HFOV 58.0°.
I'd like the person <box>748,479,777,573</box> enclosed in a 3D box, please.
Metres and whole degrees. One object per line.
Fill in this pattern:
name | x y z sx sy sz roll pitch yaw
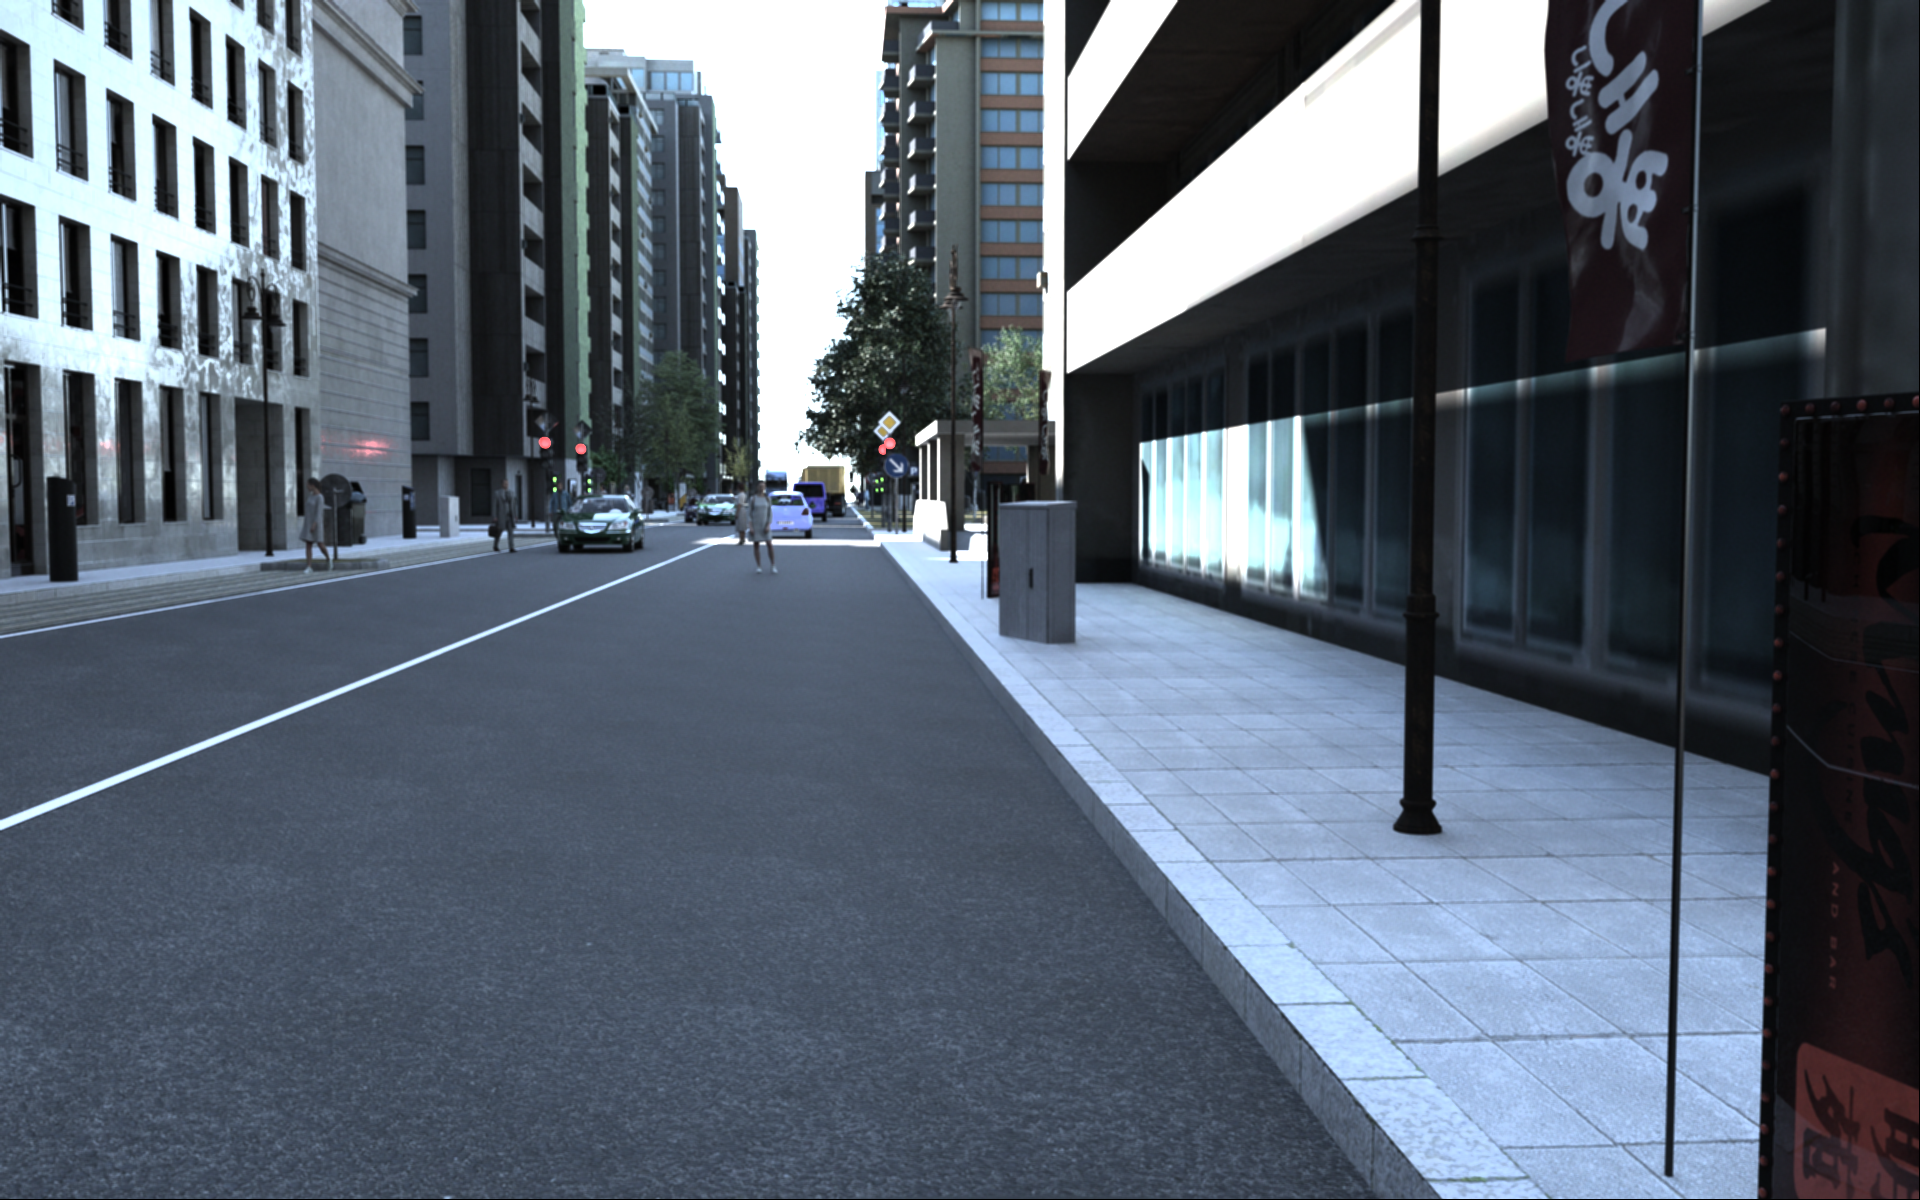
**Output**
person | -3.628 -1.352 31.612 0.512 1.701 0.522 -1 4 -17

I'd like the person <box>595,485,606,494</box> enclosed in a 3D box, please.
person | -18.699 -5.124 90.186 0.532 1.782 0.716 -2 4 -27

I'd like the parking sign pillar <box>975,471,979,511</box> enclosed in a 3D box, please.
parking sign pillar | 0.702 -8.737 131.314 1.447 3.967 1.447 3 4 38

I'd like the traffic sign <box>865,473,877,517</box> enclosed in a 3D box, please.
traffic sign | -4.834 -5.814 95.170 0.768 2.556 0.104 0 4 -1

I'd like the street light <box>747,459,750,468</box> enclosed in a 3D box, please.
street light | -27.431 -15.439 225.216 0.468 5.910 1.993 0 4 -4

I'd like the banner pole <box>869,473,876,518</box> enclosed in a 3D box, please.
banner pole | -4.772 -6.306 93.112 0.401 3.779 0.863 -1 4 -19

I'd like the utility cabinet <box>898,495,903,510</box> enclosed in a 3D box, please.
utility cabinet | -4.615 -7.855 139.596 0.306 1.237 1.020 2 4 25

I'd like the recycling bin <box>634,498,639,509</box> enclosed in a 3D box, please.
recycling bin | -20.630 -5.892 108.881 0.722 1.027 0.722 -3 4 -37

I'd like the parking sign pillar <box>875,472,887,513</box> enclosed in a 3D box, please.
parking sign pillar | -5.139 -8.042 119.964 1.447 3.967 1.447 1 4 13

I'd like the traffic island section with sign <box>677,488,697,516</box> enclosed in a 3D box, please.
traffic island section with sign | -17.761 -6.510 115.072 1.989 1.847 2.006 0 4 -4

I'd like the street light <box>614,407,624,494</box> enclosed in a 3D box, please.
street light | -18.219 -7.323 92.515 0.468 5.910 1.993 0 4 -4

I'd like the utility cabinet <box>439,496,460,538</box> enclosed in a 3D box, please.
utility cabinet | -15.178 -2.469 51.523 0.306 1.237 1.020 0 4 1

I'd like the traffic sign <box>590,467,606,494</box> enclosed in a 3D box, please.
traffic sign | -17.152 -5.016 82.111 0.768 2.556 0.104 0 4 0

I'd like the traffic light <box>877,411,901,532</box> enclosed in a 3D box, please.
traffic light | -2.394 -4.252 58.435 0.839 4.253 0.868 0 4 -4

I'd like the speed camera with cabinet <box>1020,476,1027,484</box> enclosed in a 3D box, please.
speed camera with cabinet | 3.061 -5.743 88.242 0.660 3.252 2.038 -2 4 -35

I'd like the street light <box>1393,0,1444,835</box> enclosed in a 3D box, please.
street light | 1.744 -2.057 6.426 0.468 5.910 1.993 0 4 -4

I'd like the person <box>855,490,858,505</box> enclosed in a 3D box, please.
person | -11.618 -11.551 195.837 0.436 1.711 0.756 -3 5 -43

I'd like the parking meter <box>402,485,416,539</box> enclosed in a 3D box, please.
parking meter | -15.918 -2.547 50.051 0.372 1.533 0.369 0 3 0

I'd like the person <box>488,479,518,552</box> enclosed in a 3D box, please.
person | -11.190 -2.076 42.549 0.694 1.812 0.767 -3 5 -41

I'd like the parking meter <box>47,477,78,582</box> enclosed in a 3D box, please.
parking meter | -13.191 -1.042 25.453 0.372 1.533 0.369 0 3 0

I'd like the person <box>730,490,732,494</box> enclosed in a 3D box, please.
person | -28.599 -12.840 216.111 0.705 1.807 1.348 -1 4 -19

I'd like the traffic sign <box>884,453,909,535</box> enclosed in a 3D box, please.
traffic sign | -1.984 -3.313 54.278 0.768 2.556 0.104 0 4 3

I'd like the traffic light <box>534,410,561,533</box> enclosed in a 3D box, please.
traffic light | -13.727 -4.203 57.633 0.839 4.253 0.868 0 4 -4

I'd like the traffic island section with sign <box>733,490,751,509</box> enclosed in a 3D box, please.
traffic island section with sign | -21.275 -9.598 165.551 1.989 1.847 2.006 0 4 -4

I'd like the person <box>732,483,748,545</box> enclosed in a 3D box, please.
person | -6.284 -2.448 49.098 0.524 1.755 0.480 1 4 15

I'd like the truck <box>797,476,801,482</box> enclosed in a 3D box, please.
truck | -24.490 -17.422 273.767 2.839 4.237 11.283 0 4 -5

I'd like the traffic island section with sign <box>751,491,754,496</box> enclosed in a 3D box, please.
traffic island section with sign | -23.156 -11.242 192.441 1.989 1.847 2.006 0 4 -4

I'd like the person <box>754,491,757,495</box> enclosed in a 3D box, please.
person | -28.676 -14.537 244.410 1.217 1.739 0.721 0 4 -4

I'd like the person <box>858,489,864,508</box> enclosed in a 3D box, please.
person | -8.997 -9.203 157.427 0.541 1.710 0.530 0 4 -5

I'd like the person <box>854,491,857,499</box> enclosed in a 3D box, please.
person | -15.828 -15.774 263.575 0.705 1.869 1.348 -2 4 -33

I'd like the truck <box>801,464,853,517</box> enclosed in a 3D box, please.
truck | -8.691 -7.075 111.601 3.469 3.379 9.791 0 4 -2

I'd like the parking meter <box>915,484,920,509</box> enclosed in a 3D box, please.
parking meter | -2.256 -5.505 95.719 0.399 1.863 0.255 2 4 25

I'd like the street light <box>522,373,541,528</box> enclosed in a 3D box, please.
street light | -16.377 -5.718 66.272 0.468 5.910 1.993 0 4 -4

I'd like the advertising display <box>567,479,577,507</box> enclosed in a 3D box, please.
advertising display | -16.449 -4.174 73.466 0.123 1.923 0.974 0 4 3

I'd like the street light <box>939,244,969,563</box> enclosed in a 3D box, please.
street light | -0.122 -3.638 32.262 0.468 5.910 1.993 0 4 -4

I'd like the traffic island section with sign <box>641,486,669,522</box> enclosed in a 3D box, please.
traffic island section with sign | -15.894 -4.866 88.182 1.989 1.847 2.006 0 4 -4

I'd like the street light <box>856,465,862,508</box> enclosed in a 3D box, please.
street light | -11.159 -13.338 190.868 0.468 5.910 1.993 0 4 -4

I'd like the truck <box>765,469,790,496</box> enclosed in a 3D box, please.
truck | -20.010 -12.364 191.907 2.967 4.110 18.799 0 4 -4

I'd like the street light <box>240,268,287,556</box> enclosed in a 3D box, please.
street light | -14.268 -3.842 35.612 0.468 5.910 1.993 0 4 -4

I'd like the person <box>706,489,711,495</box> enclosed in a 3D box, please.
person | -23.892 -9.713 165.528 0.721 1.739 1.217 2 4 30

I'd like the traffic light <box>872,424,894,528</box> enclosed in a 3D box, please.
traffic light | -2.948 -4.739 66.401 0.839 4.253 0.868 0 4 -4

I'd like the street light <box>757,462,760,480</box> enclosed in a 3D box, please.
street light | -29.228 -17.035 251.312 0.468 5.910 1.993 0 4 -4

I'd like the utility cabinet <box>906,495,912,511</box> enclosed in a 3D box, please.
utility cabinet | -3.294 -7.162 128.256 1.020 1.237 0.306 -1 4 -20

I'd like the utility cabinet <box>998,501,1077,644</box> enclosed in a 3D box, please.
utility cabinet | 0.669 -0.253 15.299 0.306 1.237 1.020 -1 4 -23

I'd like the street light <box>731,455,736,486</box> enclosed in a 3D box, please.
street light | -25.382 -13.556 194.431 0.468 5.910 1.993 0 4 -4

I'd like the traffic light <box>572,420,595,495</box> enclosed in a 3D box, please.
traffic light | -14.281 -4.690 65.599 0.839 4.253 0.868 0 4 -4

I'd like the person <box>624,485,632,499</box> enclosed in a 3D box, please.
person | -18.718 -5.598 97.761 0.537 1.800 0.526 -2 4 -35

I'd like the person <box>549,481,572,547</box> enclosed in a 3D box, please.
person | -10.780 -2.320 46.782 0.601 1.785 0.444 0 4 2

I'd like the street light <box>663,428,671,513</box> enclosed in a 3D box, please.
street light | -20.010 -8.903 118.357 0.468 5.910 1.993 0 4 -4

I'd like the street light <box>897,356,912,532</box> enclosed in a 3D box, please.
street light | -1.872 -5.218 58.106 0.468 5.910 1.993 0 4 -4

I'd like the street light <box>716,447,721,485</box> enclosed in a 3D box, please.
street light | -23.475 -11.976 168.597 0.468 5.910 1.993 0 4 -4

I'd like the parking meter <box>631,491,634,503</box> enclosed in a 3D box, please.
parking meter | -20.428 -6.061 107.502 0.372 1.533 0.369 0 3 0

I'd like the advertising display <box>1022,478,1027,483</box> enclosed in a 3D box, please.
advertising display | 2.936 -3.868 68.456 0.974 1.923 0.123 1 4 15

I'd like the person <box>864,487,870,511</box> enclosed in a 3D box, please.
person | -7.002 -7.588 130.373 0.793 1.790 0.793 3 5 40

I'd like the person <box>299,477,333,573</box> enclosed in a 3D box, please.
person | -11.707 -1.358 31.448 0.466 1.731 0.760 1 4 9

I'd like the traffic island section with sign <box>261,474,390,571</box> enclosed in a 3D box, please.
traffic island section with sign | -12.057 -1.498 33.124 1.989 1.847 2.006 0 4 -4
